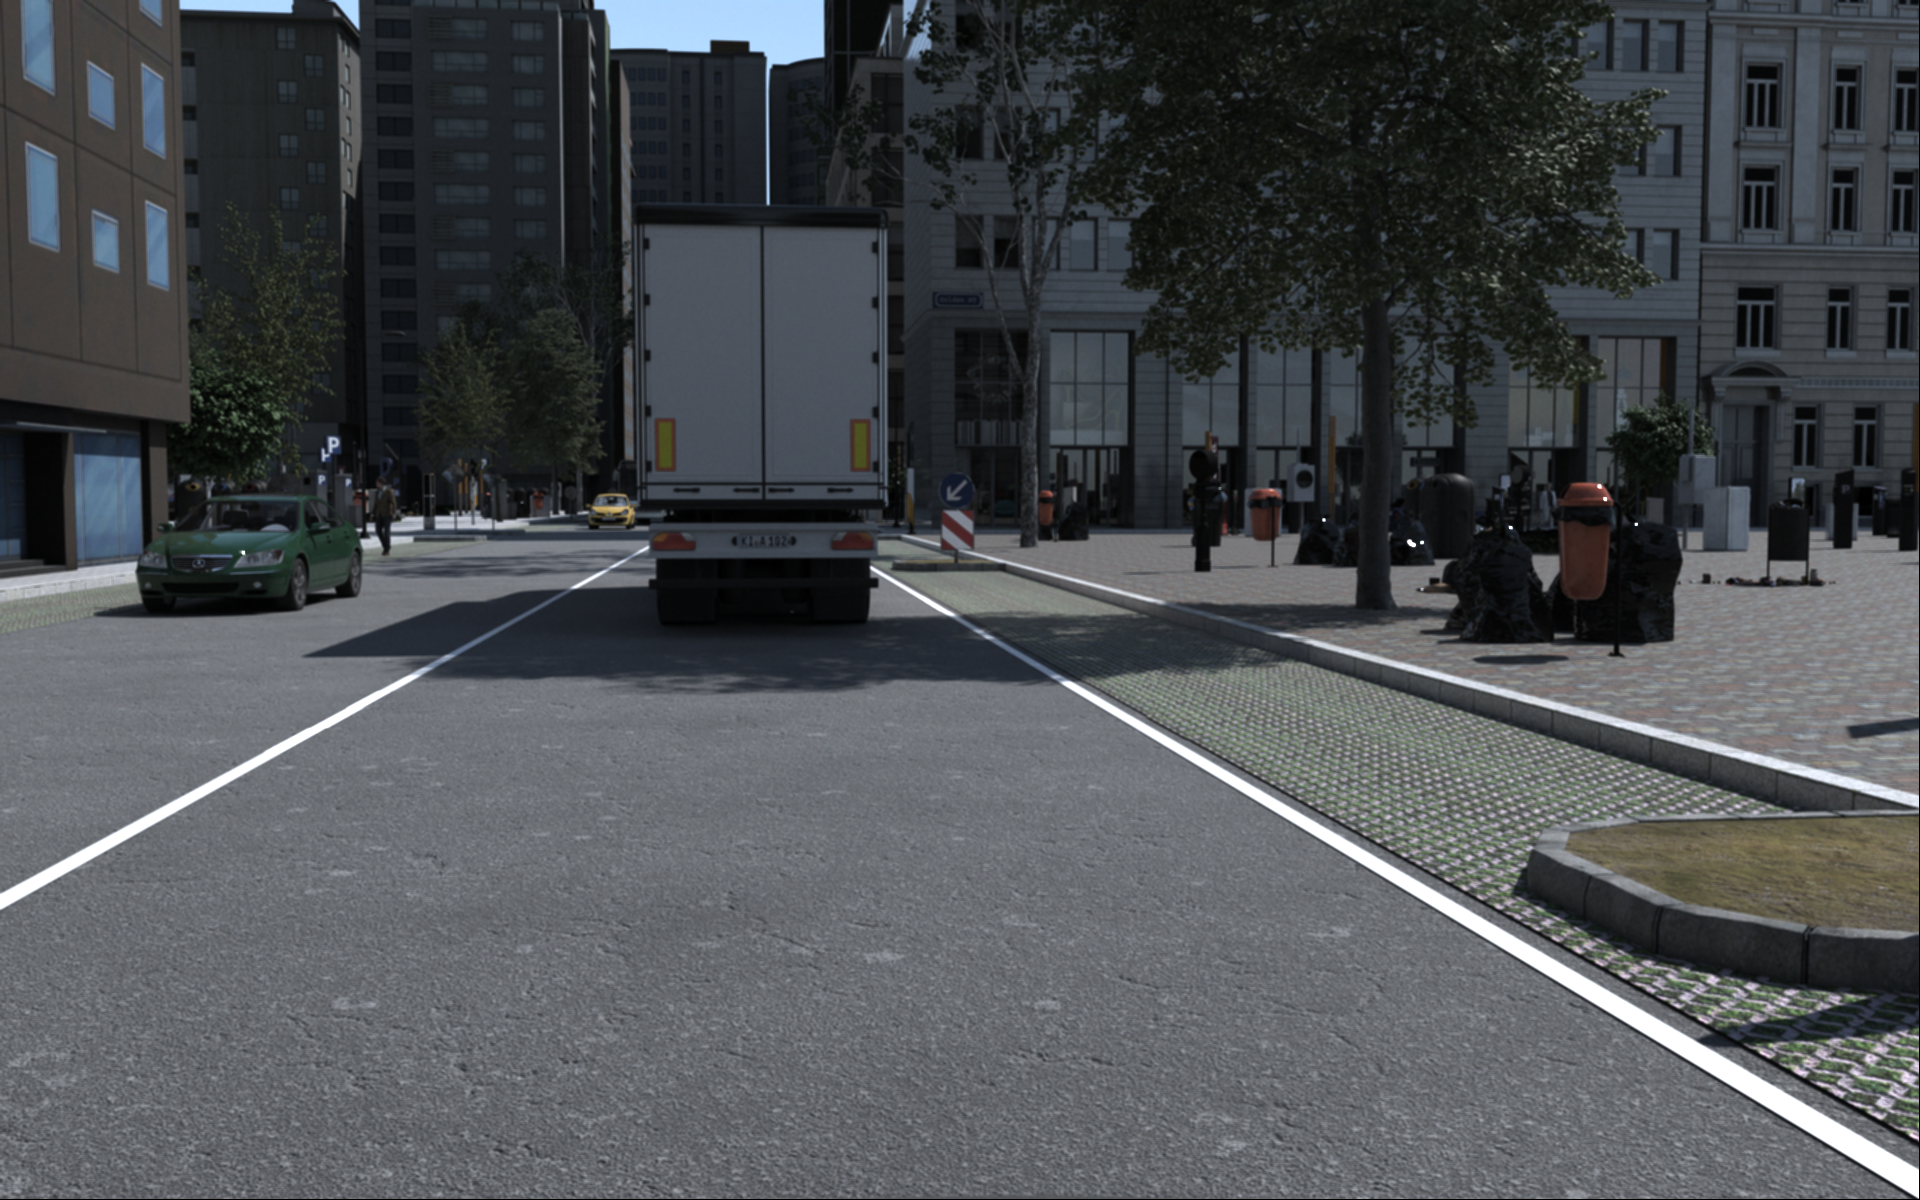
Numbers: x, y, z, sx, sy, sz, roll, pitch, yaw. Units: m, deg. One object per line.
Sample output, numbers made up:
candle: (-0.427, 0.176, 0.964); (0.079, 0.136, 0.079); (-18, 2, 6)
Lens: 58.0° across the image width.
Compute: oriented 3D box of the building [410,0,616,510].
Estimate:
building: (-35.962, -27.985, 141.147); (14.154, 41.232, 14.086); (0, 4, -7)

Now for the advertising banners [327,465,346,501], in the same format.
advertising banners: (-38.239, -6.664, 105.138); (2.074, 3.025, 0.090); (0, 4, 7)

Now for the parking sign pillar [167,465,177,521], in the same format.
parking sign pillar: (-37.849, -5.746, 82.426); (1.447, 3.967, 1.447); (-3, 4, -39)

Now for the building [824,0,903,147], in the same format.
building: (-4.349, -44.402, 164.231); (20.563, 71.187, 20.611); (0, 4, -7)

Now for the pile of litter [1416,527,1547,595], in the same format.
pile of litter: (6.848, -0.520, 22.471); (1.719, 0.858, 1.176); (3, 4, 37)

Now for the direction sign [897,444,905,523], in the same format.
direction sign: (-2.623, -5.256, 77.931); (0.379, 3.537, 0.876); (2, 4, 28)

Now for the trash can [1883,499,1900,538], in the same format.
trash can: (27.615, -2.412, 51.094); (0.748, 1.137, 0.748); (0, 3, 0)

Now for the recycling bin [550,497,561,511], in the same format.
recycling bin: (-31.369, -7.422, 133.896); (0.722, 1.027, 0.722); (-3, 5, -42)

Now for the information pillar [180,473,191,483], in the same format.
information pillar: (-33.107, -5.065, 74.160); (0.504, 3.616, 0.183); (-1, 4, -21)

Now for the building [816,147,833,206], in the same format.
building: (-5.301, -22.997, 147.697); (14.160, 30.474, 14.107); (0, 4, -7)

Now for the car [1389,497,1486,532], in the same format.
car: (16.609, -2.900, 59.994); (3.894, 1.354, 1.945); (0, 4, -8)

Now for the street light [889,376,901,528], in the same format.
street light: (-2.979, -5.728, 66.187); (1.470, 5.913, 1.316); (0, 4, -7)

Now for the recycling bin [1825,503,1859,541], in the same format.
recycling bin: (24.446, -2.169, 48.024); (0.722, 1.027, 0.722); (1, 4, 19)

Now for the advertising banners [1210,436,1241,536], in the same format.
advertising banners: (8.161, -3.496, 53.346); (0.090, 3.025, 2.074); (2, 4, 35)

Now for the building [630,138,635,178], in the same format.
building: (-50.267, -33.198, 197.410); (28.867, 44.769, 22.147); (0, 4, -7)

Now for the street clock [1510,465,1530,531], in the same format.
street clock: (14.003, -2.373, 43.366); (0.358, 2.002, 0.471); (-2, 4, -25)

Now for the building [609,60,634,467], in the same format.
building: (-40.687, -32.127, 175.392); (14.600, 45.320, 14.200); (0, 4, -7)

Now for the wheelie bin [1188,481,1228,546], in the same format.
wheelie bin: (6.109, -2.118, 42.537); (0.980, 1.594, 0.693); (-1, 4, -11)

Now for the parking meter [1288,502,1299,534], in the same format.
parking meter: (10.813, -3.083, 56.112); (0.255, 1.863, 0.399); (0, 4, -5)

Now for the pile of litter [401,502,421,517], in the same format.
pile of litter: (-31.325, -5.193, 98.876); (1.176, 0.858, 1.719); (0, 4, -8)

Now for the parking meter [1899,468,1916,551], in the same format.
parking meter: (21.386, -2.043, 39.107); (0.255, 1.863, 0.399); (1, 4, 23)

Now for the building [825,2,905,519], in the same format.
building: (2.276, -18.417, 105.627); (19.350, 26.468, 34.151); (0, 4, -7)

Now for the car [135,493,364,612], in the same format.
car: (-9.162, -0.664, 22.656); (2.131, 1.459, 4.920); (0, 4, -6)

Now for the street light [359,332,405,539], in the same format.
street light: (-16.598, -4.721, 49.724); (1.470, 5.913, 1.316); (0, 4, -7)

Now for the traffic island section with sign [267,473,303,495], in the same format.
traffic island section with sign: (-12.583, -1.434, 32.079); (1.989, 1.847, 2.006); (0, 4, -7)

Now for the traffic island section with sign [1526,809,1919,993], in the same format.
traffic island section with sign: (3.078, 0.168, 5.881); (1.989, 1.847, 2.006); (0, 4, -7)

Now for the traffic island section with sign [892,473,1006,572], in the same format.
traffic island section with sign: (-0.256, -1.477, 32.772); (1.989, 1.847, 2.006); (0, 4, -7)

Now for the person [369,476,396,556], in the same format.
person: (-13.433, -1.952, 40.323); (0.656, 1.842, 0.836); (-1, 4, -8)

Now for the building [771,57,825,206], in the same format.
building: (-11.093, -42.161, 231.330); (28.212, 58.520, 21.231); (0, 4, -7)

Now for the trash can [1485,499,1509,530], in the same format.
trash can: (16.546, -2.553, 53.400); (0.748, 1.137, 0.748); (0, 3, 0)

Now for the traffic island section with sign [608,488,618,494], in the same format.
traffic island section with sign: (-22.537, -6.361, 112.636); (1.989, 1.847, 2.006); (0, 4, -7)

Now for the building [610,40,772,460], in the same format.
building: (-39.535, -41.941, 227.739); (28.212, 58.520, 21.231); (0, 4, -7)

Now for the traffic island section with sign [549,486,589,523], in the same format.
traffic island section with sign: (-19.203, -4.710, 85.644); (1.989, 1.847, 2.006); (0, 4, -7)

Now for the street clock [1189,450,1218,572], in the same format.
street clock: (4.020, -1.471, 28.622); (0.358, 2.002, 0.471); (-2, 4, -34)

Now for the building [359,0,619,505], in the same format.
building: (-41.539, -43.960, 156.992); (20.563, 71.187, 20.611); (0, 4, -7)

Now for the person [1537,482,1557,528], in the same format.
person: (20.488, -3.184, 60.431); (0.514, 1.842, 0.818); (-2, 4, -25)

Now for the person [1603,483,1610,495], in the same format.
person: (22.102, -3.122, 59.726); (0.592, 1.802, 0.473); (1, 4, 21)

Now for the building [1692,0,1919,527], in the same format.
building: (37.496, -17.614, 73.897); (20.117, 28.700, 13.634); (0, 4, -7)

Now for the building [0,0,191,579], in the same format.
building: (-21.358, -22.962, 25.541); (14.600, 45.320, 14.200); (0, 4, -7)

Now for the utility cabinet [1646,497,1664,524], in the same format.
utility cabinet: (13.169, -1.326, 32.835); (0.306, 1.237, 1.020); (1, 4, 20)

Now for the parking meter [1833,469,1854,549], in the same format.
parking meter: (20.807, -2.147, 40.816); (0.399, 1.863, 0.255); (1, 4, 11)

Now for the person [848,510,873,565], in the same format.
person: (-2.105, -1.603, 34.810); (0.635, 1.810, 0.391); (2, 4, 28)

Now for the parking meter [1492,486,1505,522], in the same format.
parking meter: (16.254, -2.683, 52.276); (0.372, 1.533, 0.369); (0, 3, 0)

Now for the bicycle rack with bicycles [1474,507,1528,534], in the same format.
bicycle rack with bicycles: (14.650, -2.181, 49.046); (2.852, 0.926, 2.925); (3, 5, 42)

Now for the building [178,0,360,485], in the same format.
building: (-78.278, -36.777, 190.537); (27.495, 52.752, 28.713); (0, 4, -7)

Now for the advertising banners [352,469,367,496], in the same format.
advertising banners: (-44.691, -8.034, 127.544); (2.074, 3.025, 0.090); (0, 4, 1)

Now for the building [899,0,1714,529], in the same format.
building: (12.919, -17.843, 69.234); (29.804, 29.767, 11.434); (0, 4, -7)

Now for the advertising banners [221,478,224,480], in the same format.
advertising banners: (-55.358, -8.312, 132.094); (2.074, 3.025, 0.090); (0, 4, -8)

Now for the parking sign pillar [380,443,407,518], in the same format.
parking sign pillar: (-30.053, -6.291, 91.329); (1.447, 3.967, 1.447); (3, 5, 42)

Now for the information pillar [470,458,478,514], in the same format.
information pillar: (-31.329, -7.351, 111.550); (0.183, 3.616, 0.504); (3, 5, 40)

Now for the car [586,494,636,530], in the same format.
car: (-14.240, -3.709, 70.860); (2.015, 1.641, 3.980); (0, 4, -7)

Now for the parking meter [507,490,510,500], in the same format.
parking meter: (-25.510, -5.452, 97.557); (0.372, 1.533, 0.369); (0, 3, 0)

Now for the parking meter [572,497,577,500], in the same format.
parking meter: (-26.406, -6.733, 118.491); (0.372, 1.533, 0.369); (0, 3, 0)

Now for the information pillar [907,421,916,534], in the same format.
information pillar: (-1.576, -3.918, 55.418); (0.183, 3.616, 0.504); (1, 4, 14)

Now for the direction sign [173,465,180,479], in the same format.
direction sign: (-41.465, -6.099, 91.723); (0.379, 3.537, 0.876); (2, 4, 33)

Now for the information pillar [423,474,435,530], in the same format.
information pillar: (-19.107, -3.536, 62.310); (0.304, 2.012, 0.304); (0, 4, 7)

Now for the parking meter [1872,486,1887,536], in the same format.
parking meter: (28.427, -2.759, 53.514); (0.372, 1.533, 0.369); (0, 3, 0)
